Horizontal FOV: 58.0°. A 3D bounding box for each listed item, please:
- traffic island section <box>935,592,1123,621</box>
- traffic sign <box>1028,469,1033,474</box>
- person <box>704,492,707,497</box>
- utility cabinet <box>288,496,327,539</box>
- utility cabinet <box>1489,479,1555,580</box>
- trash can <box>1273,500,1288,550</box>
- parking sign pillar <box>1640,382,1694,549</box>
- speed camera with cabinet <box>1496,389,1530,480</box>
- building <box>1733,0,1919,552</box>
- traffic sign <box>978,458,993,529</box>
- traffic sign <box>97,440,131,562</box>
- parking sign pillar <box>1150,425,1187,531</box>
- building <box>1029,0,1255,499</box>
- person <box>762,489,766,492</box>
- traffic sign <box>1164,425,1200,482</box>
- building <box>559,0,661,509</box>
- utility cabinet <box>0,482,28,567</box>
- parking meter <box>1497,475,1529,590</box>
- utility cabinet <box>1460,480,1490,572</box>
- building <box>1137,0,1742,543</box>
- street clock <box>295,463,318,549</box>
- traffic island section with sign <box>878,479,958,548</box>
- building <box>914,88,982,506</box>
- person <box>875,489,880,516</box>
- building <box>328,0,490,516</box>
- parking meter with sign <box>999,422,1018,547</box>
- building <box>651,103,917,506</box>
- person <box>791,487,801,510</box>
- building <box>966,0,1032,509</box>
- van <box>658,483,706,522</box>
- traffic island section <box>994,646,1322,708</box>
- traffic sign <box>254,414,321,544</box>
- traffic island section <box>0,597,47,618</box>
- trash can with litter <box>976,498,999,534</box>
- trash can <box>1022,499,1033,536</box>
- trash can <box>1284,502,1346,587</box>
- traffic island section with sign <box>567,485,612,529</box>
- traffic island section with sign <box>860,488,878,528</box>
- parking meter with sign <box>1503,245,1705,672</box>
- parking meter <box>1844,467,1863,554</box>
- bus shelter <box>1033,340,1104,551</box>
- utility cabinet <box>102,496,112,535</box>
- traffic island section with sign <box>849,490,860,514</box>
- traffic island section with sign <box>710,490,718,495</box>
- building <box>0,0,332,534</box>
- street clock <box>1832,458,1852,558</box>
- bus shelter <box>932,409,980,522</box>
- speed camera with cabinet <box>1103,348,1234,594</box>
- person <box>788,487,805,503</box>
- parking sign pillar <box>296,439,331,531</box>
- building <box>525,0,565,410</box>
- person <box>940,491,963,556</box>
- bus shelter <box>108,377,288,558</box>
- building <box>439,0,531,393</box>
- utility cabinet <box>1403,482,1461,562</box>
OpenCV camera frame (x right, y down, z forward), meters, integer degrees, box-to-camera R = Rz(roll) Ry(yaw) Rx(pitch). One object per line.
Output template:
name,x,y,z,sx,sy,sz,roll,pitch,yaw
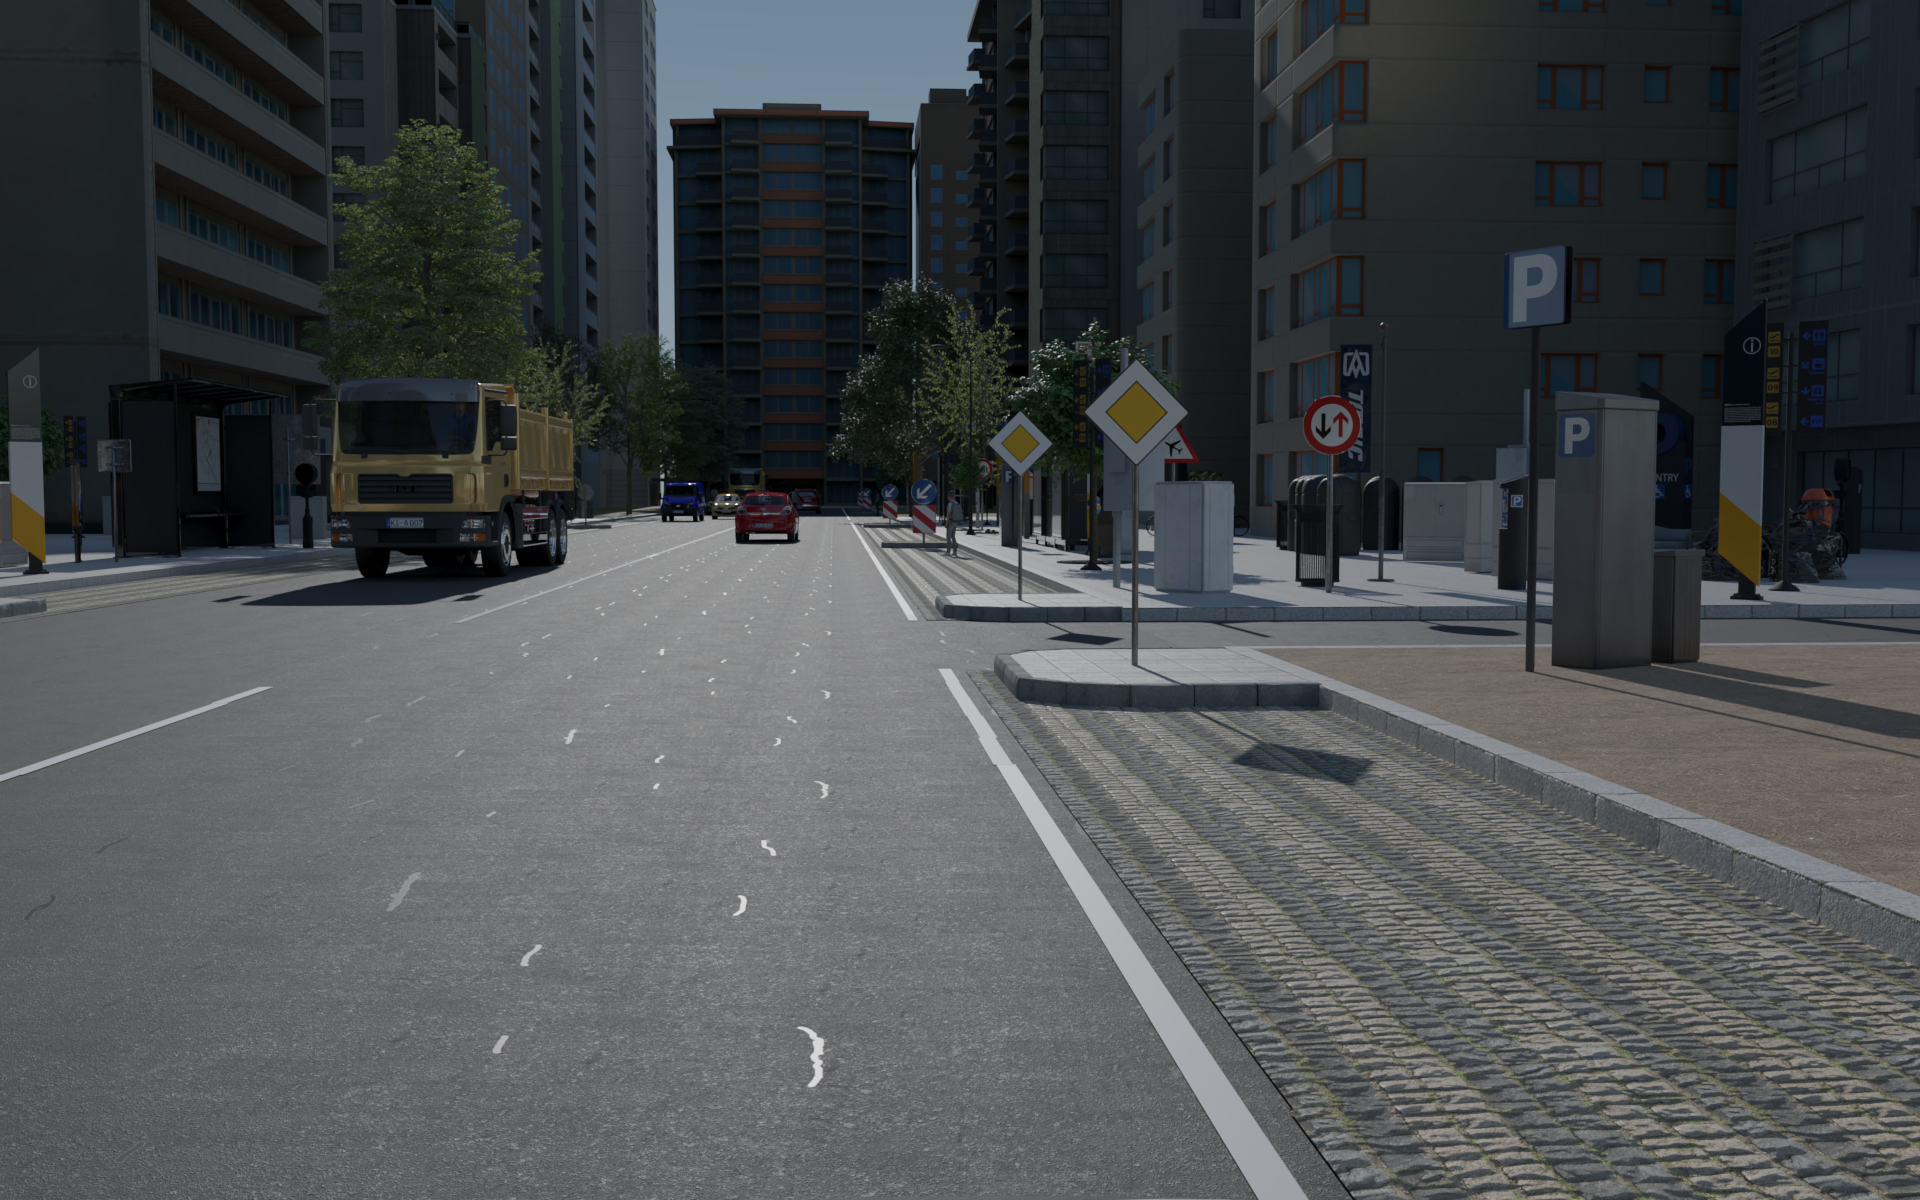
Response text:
traffic island section,0.746,0.080,20.967,2.009,0.180,2.903,0,4,-4
traffic sign,2.239,-2.977,48.780,0.768,2.556,0.104,0,4,2
person,-21.564,-8.290,144.846,0.742,1.727,0.445,-3,4,-37
utility cabinet,-18.609,-2.339,49.405,1.020,1.237,0.306,0,4,5
utility cabinet,8.588,-1.067,26.117,0.318,1.500,1.173,-2,4,-30
trash can,7.574,-1.721,39.784,0.748,1.137,0.748,0,3,0
parking sign pillar,16.669,-3.218,41.089,1.447,3.967,1.447,-3,5,-40
speed camera with cabinet,10.960,-2.391,33.433,0.660,3.252,2.038,3,4,37
building,27.347,-21.650,37.568,14.086,41.232,14.154,0,4,-4
traffic sign,0.789,-3.766,61.678,0.768,2.556,0.104,0,4,4
traffic sign,-15.857,-1.858,32.501,0.606,2.300,0.079,0,4,-2
parking sign pillar,7.366,-4.402,60.448,1.447,3.967,1.447,-2,4,-31
building,11.040,-20.559,107.840,14.160,30.474,14.107,0,4,-4
person,-10.883,-5.327,96.527,0.756,1.711,0.436,-1,4,-12
traffic sign,3.629,-1.804,29.500,0.884,2.594,0.081,0,4,5
building,-48.236,-39.857,193.655,28.212,58.520,21.231,0,4,-4
utility cabinet,-16.763,-1.329,30.401,0.318,1.500,1.173,0,4,-7
parking meter,7.428,-0.909,23.270,0.372,1.533,0.369,0,3,0
utility cabinet,8.731,-1.209,28.448,1.173,1.500,0.318,-3,5,-42
building,22.374,-13.158,60.172,27.650,21.520,28.899,0,4,-4
street clock,-15.365,-2.214,40.761,0.471,2.002,0.358,0,4,4
traffic island section with sign,-1.109,-2.303,46.274,1.989,1.847,2.006,0,4,-4
building,2.344,-33.330,195.055,14.200,45.320,14.600,0,4,-4
person,-5.423,-6.305,112.305,0.721,1.735,1.217,0,4,-7
building,-35.769,-20.115,100.588,14.160,30.474,14.107,0,4,-4
parking meter with sign,1.218,-2.830,42.526,0.543,3.016,1.738,0,4,-4
building,-19.623,-33.176,197.053,28.867,44.769,22.147,0,4,-4
person,-9.747,-5.762,102.701,0.705,1.826,1.348,1,4,14
building,12.026,-30.282,149.731,22.147,44.769,28.867,0,4,-4
van,-14.644,-5.337,91.636,2.240,2.365,5.245,0,4,-3
traffic island section,1.329,0.567,13.003,2.009,0.180,2.903,0,4,-4
traffic sign,-17.474,-3.083,44.284,2.265,3.308,0.079,0,4,2
traffic island section,-12.012,0.137,20.041,2.009,0.180,2.903,0,4,-4
trash can with litter,1.336,-2.789,56.650,1.678,1.210,2.233,-2,4,-31
trash can,2.009,-2.558,53.477,0.748,1.137,0.748,0,3,0
trash can,4.983,-0.762,24.119,0.748,1.137,0.748,0,3,0
traffic island section with sign,-15.451,-3.845,71.486,1.989,1.847,2.006,0,4,-4
traffic island section with sign,-3.101,-3.965,73.458,1.989,1.847,2.006,0,4,-4
parking meter with sign,4.824,-1.015,12.862,1.738,3.016,0.543,-2,4,-31
parking meter,19.142,-1.921,37.126,0.255,1.863,0.399,3,5,44
bus shelter,2.838,-3.996,42.971,2.179,5.291,8.768,0,4,-4
utility cabinet,-26.359,-2.641,54.338,1.020,1.237,0.306,1,4,12
traffic island section with sign,-6.738,-7.005,123.156,1.989,1.847,2.006,0,4,-4
traffic island section with sign,-21.183,-8.630,149.726,1.989,1.847,2.006,0,4,-4
building,-37.274,-26.921,63.858,21.300,48.544,21.600,0,4,-4
street clock,17.749,-1.853,34.871,0.358,2.002,0.471,3,4,38
bus shelter,-0.090,-6.223,79.374,2.179,5.291,8.768,0,4,-4
speed camera with cabinet,2.773,-1.761,23.125,0.660,3.252,2.038,-2,4,-34
person,-9.984,-5.855,103.863,1.348,1.869,0.705,0,4,-6
parking sign pillar,-22.779,-4.422,60.766,1.447,3.967,1.447,3,4,39
building,-37.646,-27.235,128.893,14.154,41.232,14.086,0,4,-4
person,-0.200,-1.763,39.923,0.523,1.515,0.503,0,4,-2
bus shelter,-16.468,-2.847,37.824,1.731,3.624,6.357,0,4,-4
building,-36.875,-28.413,114.671,14.600,45.320,14.200,0,4,-4
utility cabinet,8.936,-1.456,32.484,1.173,1.500,0.318,1,4,22
